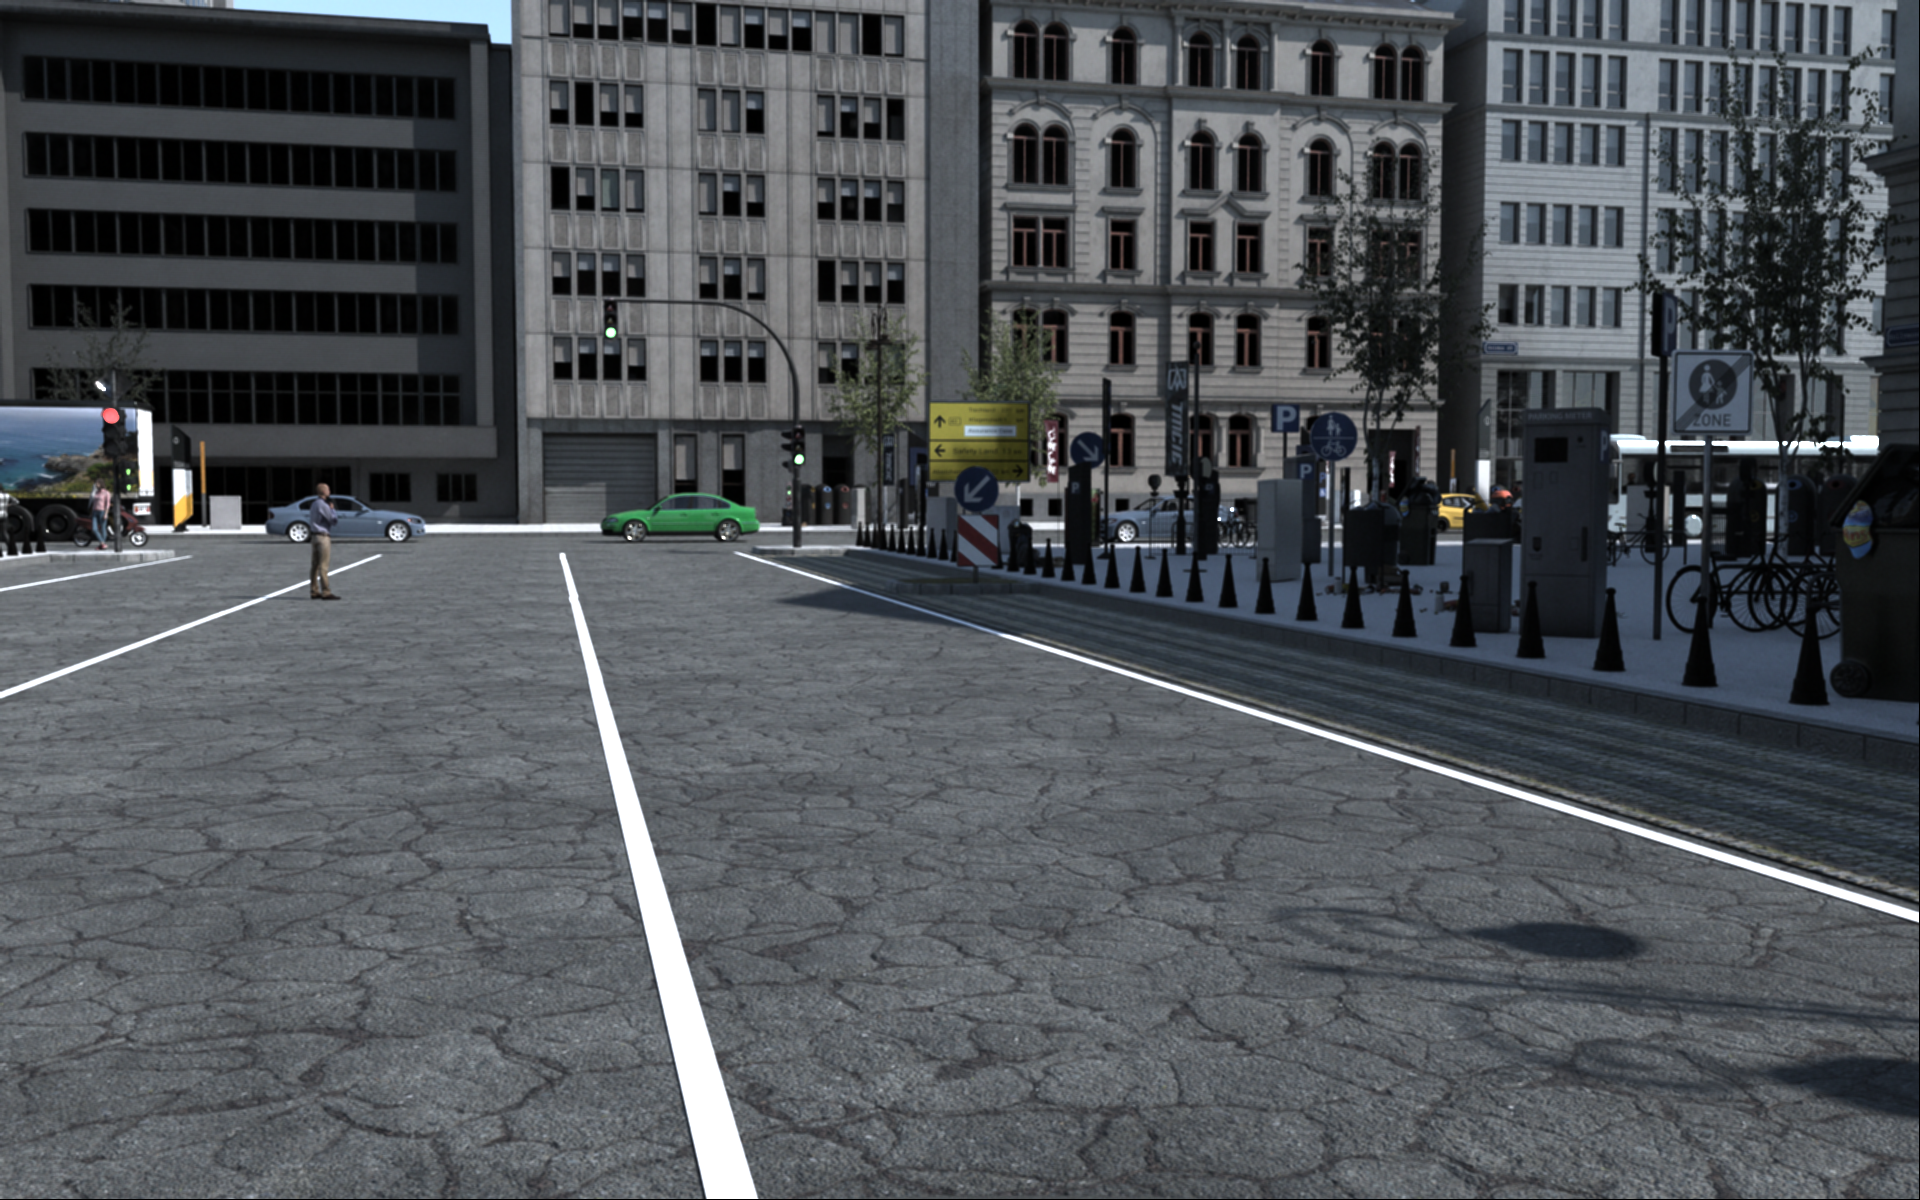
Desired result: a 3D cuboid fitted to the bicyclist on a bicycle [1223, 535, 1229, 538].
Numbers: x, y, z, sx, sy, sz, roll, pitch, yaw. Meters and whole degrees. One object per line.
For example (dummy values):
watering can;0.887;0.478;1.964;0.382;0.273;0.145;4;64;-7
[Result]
bicyclist on a bicycle;8.032;-2.815;56.040;1.625;1.676;1.499;-1;4;-13

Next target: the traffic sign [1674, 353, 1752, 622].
traffic sign;5.333;-0.626;12.367;0.606;2.300;0.079;0;4;-6

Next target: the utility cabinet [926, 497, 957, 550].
utility cabinet;-0.418;-1.764;39.999;0.306;1.237;1.020;-2;4;-29

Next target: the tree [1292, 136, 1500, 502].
tree;9.071;-5.282;36.724;4.360;8.622;3.978;0;3;0

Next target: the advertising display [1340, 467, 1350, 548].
advertising display;9.225;-2.220;41.511;0.123;1.923;0.974;0;4;6

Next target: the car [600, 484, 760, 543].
car;-8.370;-2.633;51.853;4.718;1.807;1.959;-1;4;-13

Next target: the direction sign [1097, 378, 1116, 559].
direction sign;2.891;-2.580;34.173;0.379;3.537;0.876;1;4;14

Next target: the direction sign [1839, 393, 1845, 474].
direction sign;20.043;-2.900;39.415;0.379;3.537;0.876;2;4;30

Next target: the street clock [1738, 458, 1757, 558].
street clock;15.829;-1.851;34.830;0.358;2.002;0.471;3;4;38

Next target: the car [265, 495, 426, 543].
car;-18.251;-2.418;51.534;4.499;1.417;2.014;-1;4;-15

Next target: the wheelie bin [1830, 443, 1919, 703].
wheelie bin;5.966;-0.184;10.924;0.980;1.594;0.693;-3;5;-39

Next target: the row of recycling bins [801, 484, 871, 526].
row of recycling bins;-5.278;-3.934;71.439;3.534;1.692;1.069;-3;4;-36

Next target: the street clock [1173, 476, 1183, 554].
street clock;4.650;-1.948;36.415;0.358;2.002;0.471;0;4;-1

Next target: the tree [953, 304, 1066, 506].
tree;1.994;-7.091;66.308;4.737;8.622;4.395;0;3;0

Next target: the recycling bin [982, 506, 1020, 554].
recycling bin;0.882;-1.506;37.185;0.722;1.027;0.722;1;4;13

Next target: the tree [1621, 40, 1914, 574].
tree;13.050;-4.723;27.585;4.360;8.622;3.978;0;3;0

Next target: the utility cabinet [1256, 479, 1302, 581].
utility cabinet;4.715;-1.035;25.604;0.318;1.500;1.173;2;4;29

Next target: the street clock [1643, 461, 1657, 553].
street clock;15.133;-2.039;37.912;0.358;2.002;0.471;3;5;41

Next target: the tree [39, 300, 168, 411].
tree;-31.921;-6.996;64.744;4.360;8.622;3.978;0;3;0

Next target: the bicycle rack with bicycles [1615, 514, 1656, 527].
bicycle rack with bicycles;11.797;-1.132;31.898;2.925;0.926;2.852;-2;4;-25

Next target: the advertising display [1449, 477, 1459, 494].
advertising display;19.145;-3.786;67.116;0.123;1.923;0.974;0;4;1

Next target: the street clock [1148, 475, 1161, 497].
street clock;7.214;-3.647;64.204;0.471;2.002;0.358;-3;4;-38

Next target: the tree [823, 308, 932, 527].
tree;-3.172;-7.187;67.875;4.737;8.622;4.395;0;3;0

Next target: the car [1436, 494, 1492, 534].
car;18.535;-3.276;63.785;3.980;1.641;2.015;-1;4;-15

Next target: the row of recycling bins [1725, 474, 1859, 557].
row of recycling bins;17.787;-1.766;35.983;3.534;1.692;1.069;3;4;37

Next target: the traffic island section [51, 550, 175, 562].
traffic island section;-18.525;-0.966;38.077;2.009;0.180;2.903;-1;4;-13

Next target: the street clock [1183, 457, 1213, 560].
street clock;4.657;-1.771;33.522;0.358;2.002;0.471;3;5;42

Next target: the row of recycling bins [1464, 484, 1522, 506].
row of recycling bins;22.958;-4.014;72.743;3.534;1.692;1.069;2;4;26

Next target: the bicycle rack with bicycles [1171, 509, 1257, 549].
bicycle rack with bicycles;6.280;-1.690;41.011;2.852;0.926;2.925;-1;4;-19

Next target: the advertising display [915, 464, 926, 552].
advertising display;-0.869;-1.991;37.768;0.123;1.923;0.974;-1;4;-9

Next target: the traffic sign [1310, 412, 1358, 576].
traffic sign;5.789;-1.642;26.955;0.768;2.556;0.104;0;4;-7

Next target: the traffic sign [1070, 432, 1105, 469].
traffic sign;2.625;-2.174;35.646;0.768;2.556;0.104;0;4;-8

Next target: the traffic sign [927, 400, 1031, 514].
traffic sign;0.411;-2.686;37.791;2.265;3.308;0.079;0;4;-8

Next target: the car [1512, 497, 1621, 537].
car;19.401;-2.756;55.283;3.980;1.641;2.015;-1;4;-13

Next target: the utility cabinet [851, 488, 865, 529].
utility cabinet;-3.723;-3.327;63.067;0.318;1.500;1.173;-1;4;-14

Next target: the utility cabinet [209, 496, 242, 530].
utility cabinet;-26.349;-3.118;62.141;1.020;1.237;0.306;-1;4;-13

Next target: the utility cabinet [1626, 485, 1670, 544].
utility cabinet;17.690;-2.193;44.539;0.318;1.500;1.173;-1;4;-23

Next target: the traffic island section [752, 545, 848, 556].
traffic island section;-3.893;-1.179;41.555;2.009;0.180;2.903;-1;4;-13

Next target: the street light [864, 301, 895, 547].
street light;-1.933;-4.205;41.536;0.468;5.910;1.993;-1;4;-13

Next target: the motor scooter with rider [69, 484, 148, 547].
motor scooter with rider;-23.123;-2.325;46.985;1.986;1.779;0.876;-1;4;-13

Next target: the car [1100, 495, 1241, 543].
car;6.100;-2.422;51.608;4.499;1.417;2.014;-1;4;-14

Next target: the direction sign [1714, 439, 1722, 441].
direction sign;31.236;-4.860;71.462;0.379;3.537;0.876;0;4;6
